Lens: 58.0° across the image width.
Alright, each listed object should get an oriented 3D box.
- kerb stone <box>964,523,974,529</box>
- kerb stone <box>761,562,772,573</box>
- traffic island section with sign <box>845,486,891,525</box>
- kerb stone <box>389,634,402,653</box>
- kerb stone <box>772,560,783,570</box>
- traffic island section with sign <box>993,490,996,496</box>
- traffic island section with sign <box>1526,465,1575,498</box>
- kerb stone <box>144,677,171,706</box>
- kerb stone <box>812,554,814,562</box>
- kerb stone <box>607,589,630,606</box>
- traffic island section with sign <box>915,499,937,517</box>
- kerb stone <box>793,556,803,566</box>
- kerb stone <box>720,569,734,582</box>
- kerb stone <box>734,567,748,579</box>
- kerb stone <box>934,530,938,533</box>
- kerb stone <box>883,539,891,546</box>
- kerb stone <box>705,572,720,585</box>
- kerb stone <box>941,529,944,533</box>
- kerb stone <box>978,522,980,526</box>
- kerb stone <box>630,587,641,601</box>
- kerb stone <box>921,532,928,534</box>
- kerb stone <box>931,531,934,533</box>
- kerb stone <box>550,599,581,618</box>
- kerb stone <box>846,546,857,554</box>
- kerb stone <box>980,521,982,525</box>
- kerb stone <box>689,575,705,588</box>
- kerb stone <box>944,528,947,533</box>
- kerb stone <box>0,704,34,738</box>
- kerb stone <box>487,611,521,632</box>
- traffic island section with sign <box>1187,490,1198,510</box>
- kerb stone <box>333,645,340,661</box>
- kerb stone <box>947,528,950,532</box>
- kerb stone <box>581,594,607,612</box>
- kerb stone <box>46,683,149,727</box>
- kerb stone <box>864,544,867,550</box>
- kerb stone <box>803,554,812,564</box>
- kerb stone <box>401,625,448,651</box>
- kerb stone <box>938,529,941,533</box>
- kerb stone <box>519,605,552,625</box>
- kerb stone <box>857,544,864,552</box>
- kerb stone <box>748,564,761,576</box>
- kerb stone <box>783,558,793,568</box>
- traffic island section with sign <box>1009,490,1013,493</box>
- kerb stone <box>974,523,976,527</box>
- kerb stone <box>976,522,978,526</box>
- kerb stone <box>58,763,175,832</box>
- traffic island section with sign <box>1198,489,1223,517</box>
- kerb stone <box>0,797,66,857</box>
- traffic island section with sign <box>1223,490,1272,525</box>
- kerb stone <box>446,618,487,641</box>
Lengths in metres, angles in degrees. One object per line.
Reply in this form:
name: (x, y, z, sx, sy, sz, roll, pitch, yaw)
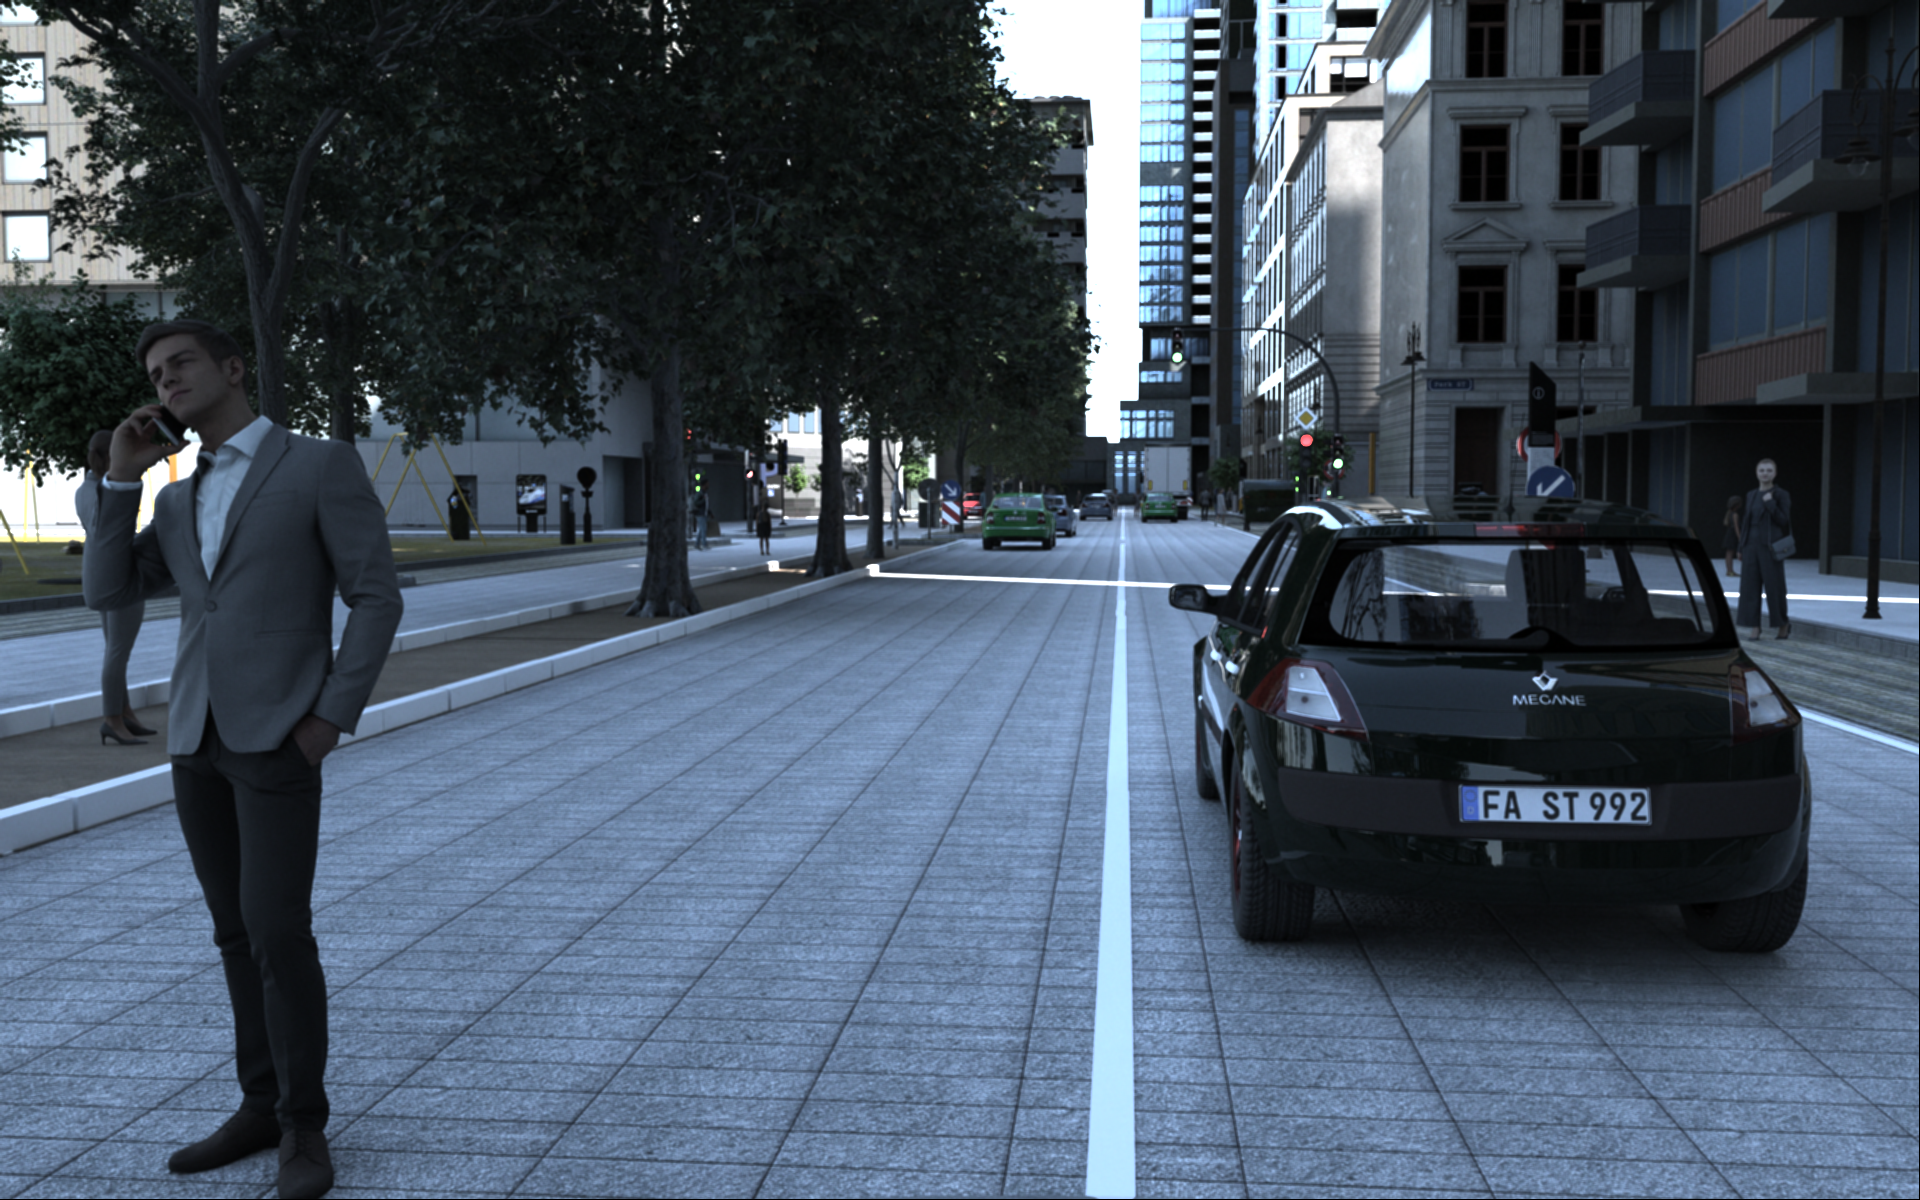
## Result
kerb stone: (0.383, -3.160, 73.875, 0.120, 0.150, 1.000, 0, 4, 5)
kerb stone: (-3.627, -0.568, 31.517, 0.120, 0.150, 1.000, 0, 4, 5)
traffic island section with sign: (-4.285, -4.458, 81.509, 1.989, 1.847, 2.006, 0, 4, 5)
kerb stone: (-5.179, 0.430, 15.178, 0.120, 0.150, 1.000, 0, 4, 5)
kerb stone: (-3.532, -0.633, 32.538, 0.120, 0.150, 1.000, 0, 4, 5)
traffic island section with sign: (2.979, -9.156, 158.323, 1.989, 1.847, 2.006, 0, 4, 5)
traffic island section with sign: (8.161, -0.991, 24.835, 1.989, 1.847, 2.006, 0, 4, 5)
kerb stone: (-5.462, 0.617, 12.116, 0.120, 0.150, 1.000, 0, 4, 5)
kerb stone: (-3.137, -0.881, 36.607, 0.120, 0.150, 1.000, 0, 4, 5)
kerb stone: (-4.491, -0.008, 22.324, 0.120, 0.150, 1.000, 0, 4, 5)
traffic island section with sign: (-1.706, -6.130, 108.852, 1.989, 1.847, 2.006, 0, 4, 5)
kerb stone: (-3.332, -0.757, 34.572, 0.120, 0.150, 1.000, 0, 4, 5)
kerb stone: (-3.919, -0.383, 28.455, 0.120, 0.150, 1.000, 0, 4, 5)
kerb stone: (-3.820, -0.444, 29.473, 0.120, 0.150, 1.000, 0, 4, 5)
kerb stone: (-0.965, -2.285, 59.591, 0.120, 0.150, 1.000, 0, 4, 5)
kerb stone: (-1.983, -1.621, 48.825, 0.120, 0.150, 1.000, 0, 4, 5)
kerb stone: (-4.010, -0.321, 27.436, 0.120, 0.150, 1.000, 0, 4, 5)
kerb stone: (-0.780, -2.412, 61.633, 0.120, 0.150, 1.000, 0, 4, 5)
kerb stone: (0.665, -3.344, 76.930, 0.120, 0.150, 1.000, 0, 4, 5)
kerb stone: (-4.400, -0.067, 23.343, 0.120, 0.150, 1.000, 0, 4, 5)
kerb stone: (-1.165, -2.162, 57.545, 0.120, 0.150, 1.000, 0, 4, 5)
kerb stone: (-1.063, -2.220, 58.569, 0.120, 0.150, 1.000, 0, 4, 5)
kerb stone: (-4.682, 0.117, 20.287, 0.120, 0.150, 1.000, 0, 4, 5)
kerb stone: (-2.667, -1.190, 41.695, 0.120, 0.150, 1.000, 0, 4, 5)
kerb stone: (0.765, -3.410, 77.947, 0.120, 0.150, 1.000, 0, 4, 5)
kerb stone: (-4.103, -0.258, 26.410, 0.120, 0.150, 1.000, 0, 4, 5)
kerb stone: (-0.681, -2.475, 62.661, 0.120, 0.150, 1.000, 0, 4, 5)
kerb stone: (-5.654, 0.742, 10.069, 0.120, 0.150, 1.000, 0, 4, 5)
kerb stone: (-4.885, 0.251, 18.249, 0.120, 0.150, 1.000, 0, 4, 5)
traffic island section with sign: (20.672, -9.088, 157.220, 1.989, 1.847, 2.006, 0, 4, 5)
kerb stone: (-5.262, 0.499, 14.152, 0.120, 0.150, 1.000, 0, 4, 5)
kerb stone: (-0.585, -2.538, 63.686, 0.120, 0.150, 1.000, 0, 4, 5)
kerb stone: (-4.588, 0.057, 21.305, 0.120, 0.150, 1.000, 0, 4, 5)
kerb stone: (-5.554, 0.679, 11.097, 0.120, 0.150, 1.000, 0, 4, 5)
kerb stone: (-2.468, -1.317, 43.730, 0.120, 0.150, 1.000, 0, 4, 5)
kerb stone: (-3.243, -0.819, 35.590, 0.120, 0.150, 1.000, 0, 4, 5)
kerb stone: (-5.068, 0.369, 16.199, 0.120, 0.150, 1.000, 0, 4, 5)
kerb stone: (-0.881, -2.348, 60.612, 0.120, 0.150, 1.000, 0, 4, 5)
kerb stone: (-4.790, 0.181, 19.271, 0.120, 0.150, 1.000, 0, 4, 5)
kerb stone: (-2.565, -1.252, 42.712, 0.120, 0.150, 1.000, 0, 4, 5)
kerb stone: (-3.717, -0.505, 30.499, 0.120, 0.150, 1.000, 0, 4, 5)
kerb stone: (-3.434, -0.692, 33.556, 0.120, 0.150, 1.000, 0, 4, 5)
traffic island section with sign: (5.613, -10.856, 186.123, 1.989, 1.847, 2.006, 0, 4, 5)
kerb stone: (0.473, -3.223, 74.894, 0.120, 0.150, 1.000, 0, 4, 5)
kerb stone: (0.570, -3.285, 75.911, 0.120, 0.150, 1.000, 0, 4, 5)
kerb stone: (-3.748, 0.878, 7.839, 0.120, 0.150, 1.000, 0, 4, 5)
traffic island section with sign: (15.970, -6.046, 107.478, 1.989, 1.847, 2.006, 0, 4, 5)
kerb stone: (-3.852, 0.940, 6.822, 0.120, 0.150, 1.000, 0, 4, 5)
traffic island section with sign: (13.386, -4.380, 80.238, 1.989, 1.847, 2.006, 0, 4, 5)
kerb stone: (-4.973, 0.304, 17.227, 0.120, 0.150, 1.000, 0, 4, 5)
